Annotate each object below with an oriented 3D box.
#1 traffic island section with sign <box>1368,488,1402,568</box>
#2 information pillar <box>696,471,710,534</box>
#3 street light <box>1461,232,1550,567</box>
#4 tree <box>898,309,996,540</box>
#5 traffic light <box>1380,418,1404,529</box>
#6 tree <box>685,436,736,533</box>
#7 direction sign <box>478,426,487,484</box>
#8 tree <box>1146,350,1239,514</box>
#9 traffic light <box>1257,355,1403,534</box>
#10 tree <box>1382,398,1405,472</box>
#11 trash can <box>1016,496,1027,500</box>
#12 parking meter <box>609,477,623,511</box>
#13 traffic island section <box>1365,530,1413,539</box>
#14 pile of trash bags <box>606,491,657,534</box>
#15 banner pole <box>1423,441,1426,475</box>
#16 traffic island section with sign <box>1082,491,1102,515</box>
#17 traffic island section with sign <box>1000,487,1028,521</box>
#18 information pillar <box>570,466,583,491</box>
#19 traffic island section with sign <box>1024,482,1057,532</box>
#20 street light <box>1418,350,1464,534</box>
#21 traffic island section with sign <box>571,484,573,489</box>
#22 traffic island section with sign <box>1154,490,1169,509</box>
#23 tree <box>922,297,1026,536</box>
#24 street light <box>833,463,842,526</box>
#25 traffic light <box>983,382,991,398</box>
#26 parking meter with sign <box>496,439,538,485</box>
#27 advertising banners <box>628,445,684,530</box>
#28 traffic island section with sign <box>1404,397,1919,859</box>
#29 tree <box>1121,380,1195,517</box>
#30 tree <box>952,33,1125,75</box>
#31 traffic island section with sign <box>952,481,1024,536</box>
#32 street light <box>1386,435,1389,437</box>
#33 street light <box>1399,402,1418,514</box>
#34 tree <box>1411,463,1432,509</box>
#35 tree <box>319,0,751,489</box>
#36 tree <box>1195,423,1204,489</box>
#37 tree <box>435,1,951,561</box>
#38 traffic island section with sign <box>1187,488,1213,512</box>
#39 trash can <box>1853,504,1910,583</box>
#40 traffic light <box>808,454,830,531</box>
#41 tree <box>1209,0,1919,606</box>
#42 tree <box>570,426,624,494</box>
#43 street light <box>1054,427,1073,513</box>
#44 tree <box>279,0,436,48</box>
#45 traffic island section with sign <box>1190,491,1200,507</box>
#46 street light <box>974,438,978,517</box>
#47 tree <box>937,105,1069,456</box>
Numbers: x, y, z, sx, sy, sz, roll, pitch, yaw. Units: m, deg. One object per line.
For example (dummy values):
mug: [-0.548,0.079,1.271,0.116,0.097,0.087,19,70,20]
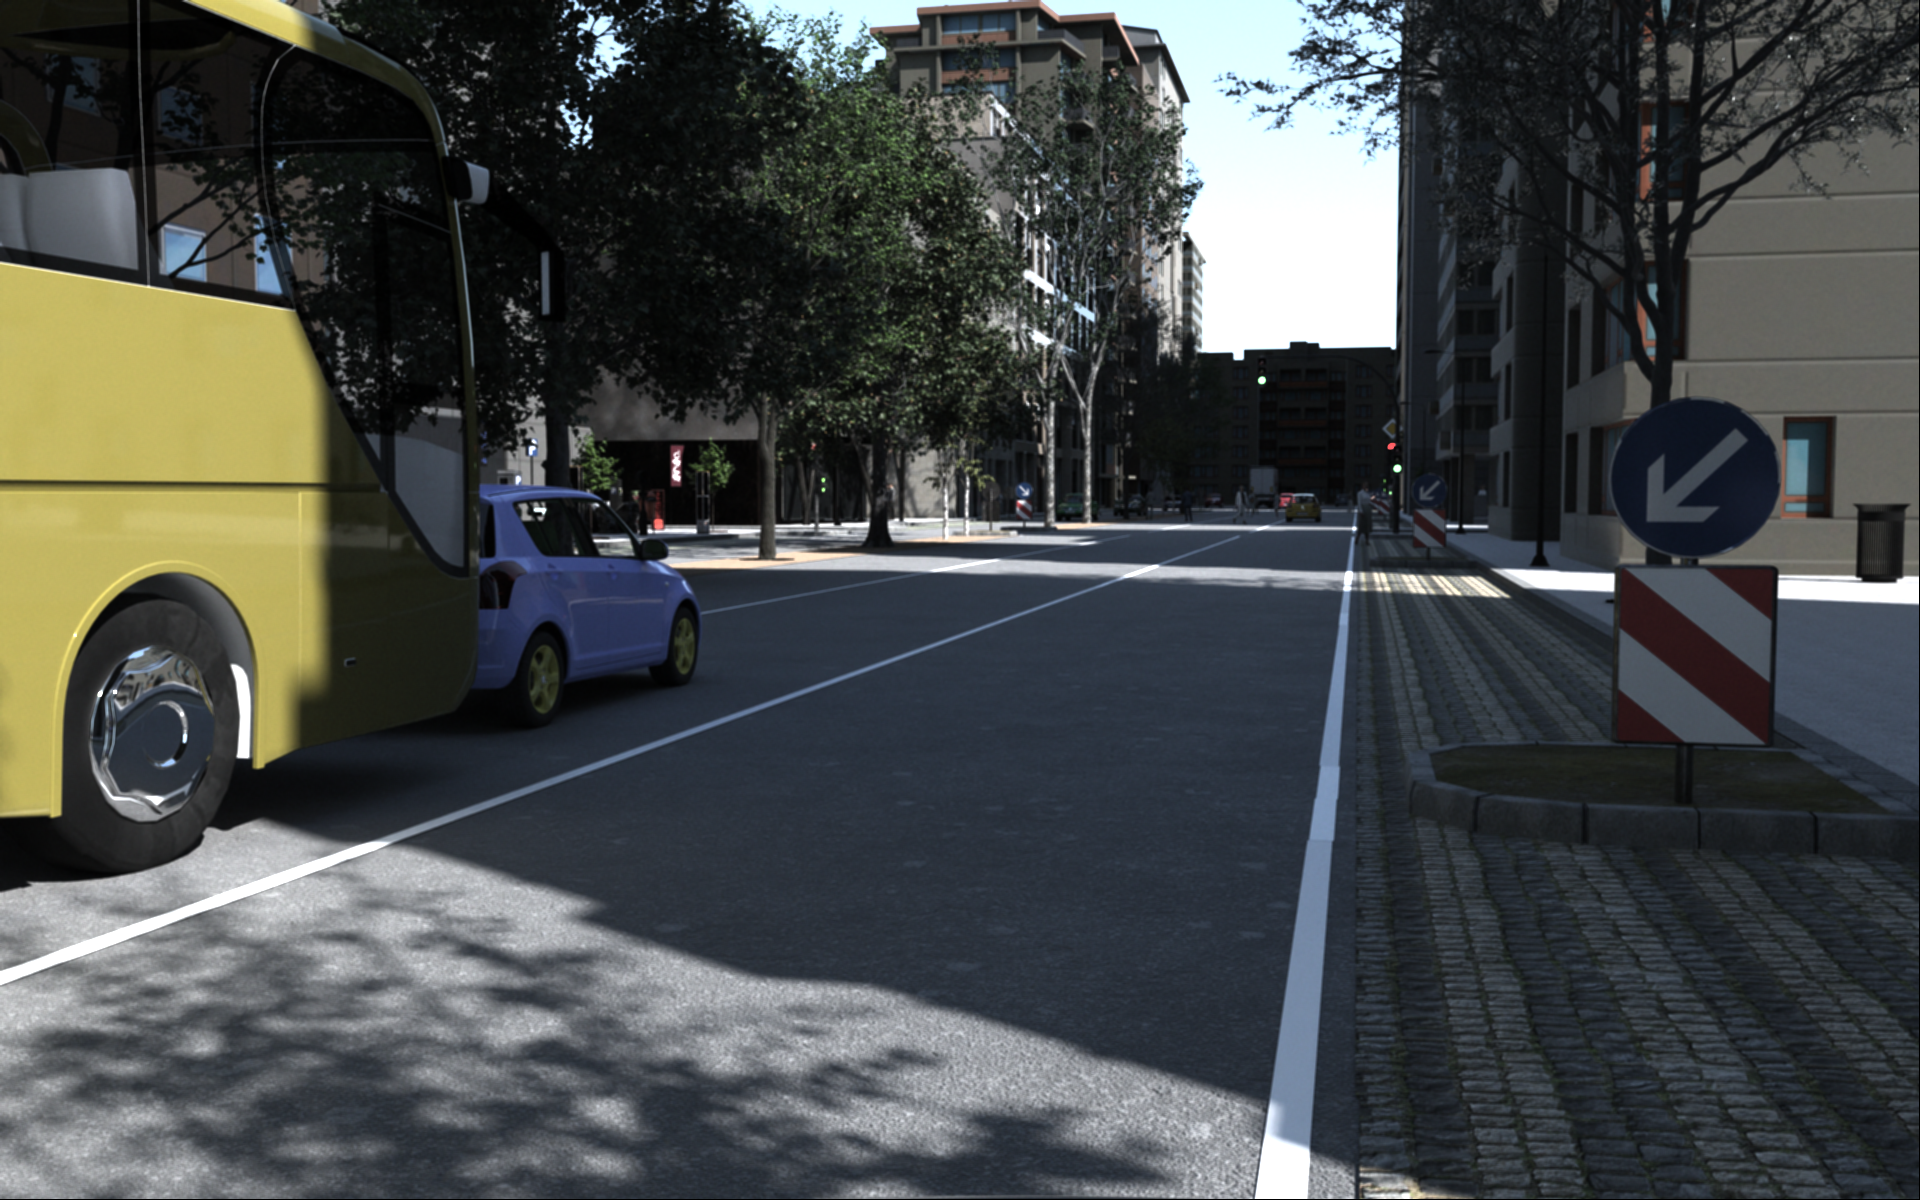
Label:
traffic island section with sign: [9.110,-1.561,34.150,1.989,1.847,2.006,1,4,13]
information pillar: [-8.264,-3.129,55.653,0.304,2.012,0.304,2,4,35]
street light: [9.785,-3.561,30.760,1.470,5.913,1.316,1,4,13]
tree: [-0.464,-6.166,53.633,4.737,8.622,4.395,0,3,0]
traffic light: [15.949,-4.593,64.023,0.839,4.253,0.868,1,4,13]
tree: [-8.428,-3.882,58.069,1.663,3.219,1.824,0,3,0]
direction sign: [-13.573,-3.480,48.891,0.379,3.537,0.876,1,4,13]
tree: [16.002,-11.936,123.364,9.928,11.665,9.643,0,3,0]
traffic light: [12.102,-5.009,56.567,4.771,5.953,1.251,1,4,13]
tree: [34.160,-11.114,132.079,4.360,8.622,3.978,0,3,0]
trash can: [3.873,-5.873,107.684,0.748,1.137,0.748,0,3,0]
parking meter: [-11.633,-3.234,58.594,0.399,1.863,0.255,1,4,22]
traffic island section: [14.198,-2.083,56.345,2.009,0.180,2.903,1,4,13]
pile of trash bags: [-11.022,-2.829,56.001,3.447,1.369,1.912,3,4,39]
banner pole: [21.859,-5.600,81.585,0.401,3.779,0.863,1,4,15]
traffic island section with sign: [8.690,-6.751,119.005,1.989,1.847,2.006,1,4,13]
traffic island section with sign: [2.578,-5.126,92.444,1.989,1.847,2.006,1,4,13]
information pillar: [-10.063,-2.502,45.402,0.304,2.012,0.304,0,4,5]
traffic island section with sign: [2.601,-3.591,66.844,2.006,1.907,1.989,1,4,13]
street light: [15.589,-5.086,55.696,1.470,5.913,1.316,1,4,13]
traffic island section with sign: [-9.464,-1.919,40.002,1.989,1.847,2.006,1,4,13]
traffic island section with sign: [19.984,-9.761,168.214,1.989,1.847,2.006,1,4,13]
tree: [0.250,-6.447,58.230,4.360,8.622,3.978,0,3,0]
street light: [-4.426,-5.946,69.763,1.470,5.913,1.316,1,4,13]
traffic light: [-1.160,-5.706,67.959,4.771,5.953,1.251,1,4,13]
parking meter with sign: [-14.264,-3.582,54.822,1.738,3.016,0.543,1,4,18]
advertising banners: [-10.755,-3.990,61.416,2.074,3.025,0.090,-2,4,-28]
traffic island section with sign: [3.069,0.046,7.877,1.989,1.847,2.006,1,4,13]
tree: [11.784,-9.377,106.129,4.737,8.622,4.395,0,3,0]
tree: [2.679,-13.049,71.690,12.611,20.169,13.585,0,3,0]
traffic island section with sign: [0.933,-3.149,59.626,2.006,1.907,1.989,1,4,13]
street light: [28.461,-8.538,112.138,1.470,5.913,1.316,1,4,13]
street light: [22.818,-7.020,87.311,1.470,5.913,1.316,1,4,13]
tree: [26.333,-6.390,99.077,1.663,3.219,1.824,0,3,0]
tree: [-6.228,-6.559,26.706,9.611,12.733,9.660,0,3,0]
tree: [13.035,-9.662,110.796,4.737,8.622,4.395,0,3,0]
tree: [-4.071,-6.642,36.812,9.928,11.665,9.643,0,3,0]
traffic island section with sign: [19.413,-8.070,140.085,2.006,1.907,1.989,1,4,13]
trash can: [13.400,-0.829,25.214,0.748,1.137,0.748,0,3,0]
traffic light: [-5.007,-4.385,60.609,0.839,4.253,0.868,1,4,13]
tree: [8.023,-6.695,19.832,12.009,13.543,11.850,0,3,0]
tree: [-10.446,-3.329,49.037,1.663,3.219,1.824,0,3,0]
street light: [7.137,-9.021,120.039,1.470,5.913,1.316,1,4,13]
tree: [-8.838,-5.427,16.949,9.928,11.665,9.643,0,3,0]
traffic island section with sign: [26.135,-11.399,194.994,1.989,1.847,2.006,1,4,13]
street light: [1.382,-7.504,95.237,1.470,5.913,1.316,1,4,13]
tree: [-2.156,-7.766,46.447,9.611,12.733,9.660,0,3,0]
